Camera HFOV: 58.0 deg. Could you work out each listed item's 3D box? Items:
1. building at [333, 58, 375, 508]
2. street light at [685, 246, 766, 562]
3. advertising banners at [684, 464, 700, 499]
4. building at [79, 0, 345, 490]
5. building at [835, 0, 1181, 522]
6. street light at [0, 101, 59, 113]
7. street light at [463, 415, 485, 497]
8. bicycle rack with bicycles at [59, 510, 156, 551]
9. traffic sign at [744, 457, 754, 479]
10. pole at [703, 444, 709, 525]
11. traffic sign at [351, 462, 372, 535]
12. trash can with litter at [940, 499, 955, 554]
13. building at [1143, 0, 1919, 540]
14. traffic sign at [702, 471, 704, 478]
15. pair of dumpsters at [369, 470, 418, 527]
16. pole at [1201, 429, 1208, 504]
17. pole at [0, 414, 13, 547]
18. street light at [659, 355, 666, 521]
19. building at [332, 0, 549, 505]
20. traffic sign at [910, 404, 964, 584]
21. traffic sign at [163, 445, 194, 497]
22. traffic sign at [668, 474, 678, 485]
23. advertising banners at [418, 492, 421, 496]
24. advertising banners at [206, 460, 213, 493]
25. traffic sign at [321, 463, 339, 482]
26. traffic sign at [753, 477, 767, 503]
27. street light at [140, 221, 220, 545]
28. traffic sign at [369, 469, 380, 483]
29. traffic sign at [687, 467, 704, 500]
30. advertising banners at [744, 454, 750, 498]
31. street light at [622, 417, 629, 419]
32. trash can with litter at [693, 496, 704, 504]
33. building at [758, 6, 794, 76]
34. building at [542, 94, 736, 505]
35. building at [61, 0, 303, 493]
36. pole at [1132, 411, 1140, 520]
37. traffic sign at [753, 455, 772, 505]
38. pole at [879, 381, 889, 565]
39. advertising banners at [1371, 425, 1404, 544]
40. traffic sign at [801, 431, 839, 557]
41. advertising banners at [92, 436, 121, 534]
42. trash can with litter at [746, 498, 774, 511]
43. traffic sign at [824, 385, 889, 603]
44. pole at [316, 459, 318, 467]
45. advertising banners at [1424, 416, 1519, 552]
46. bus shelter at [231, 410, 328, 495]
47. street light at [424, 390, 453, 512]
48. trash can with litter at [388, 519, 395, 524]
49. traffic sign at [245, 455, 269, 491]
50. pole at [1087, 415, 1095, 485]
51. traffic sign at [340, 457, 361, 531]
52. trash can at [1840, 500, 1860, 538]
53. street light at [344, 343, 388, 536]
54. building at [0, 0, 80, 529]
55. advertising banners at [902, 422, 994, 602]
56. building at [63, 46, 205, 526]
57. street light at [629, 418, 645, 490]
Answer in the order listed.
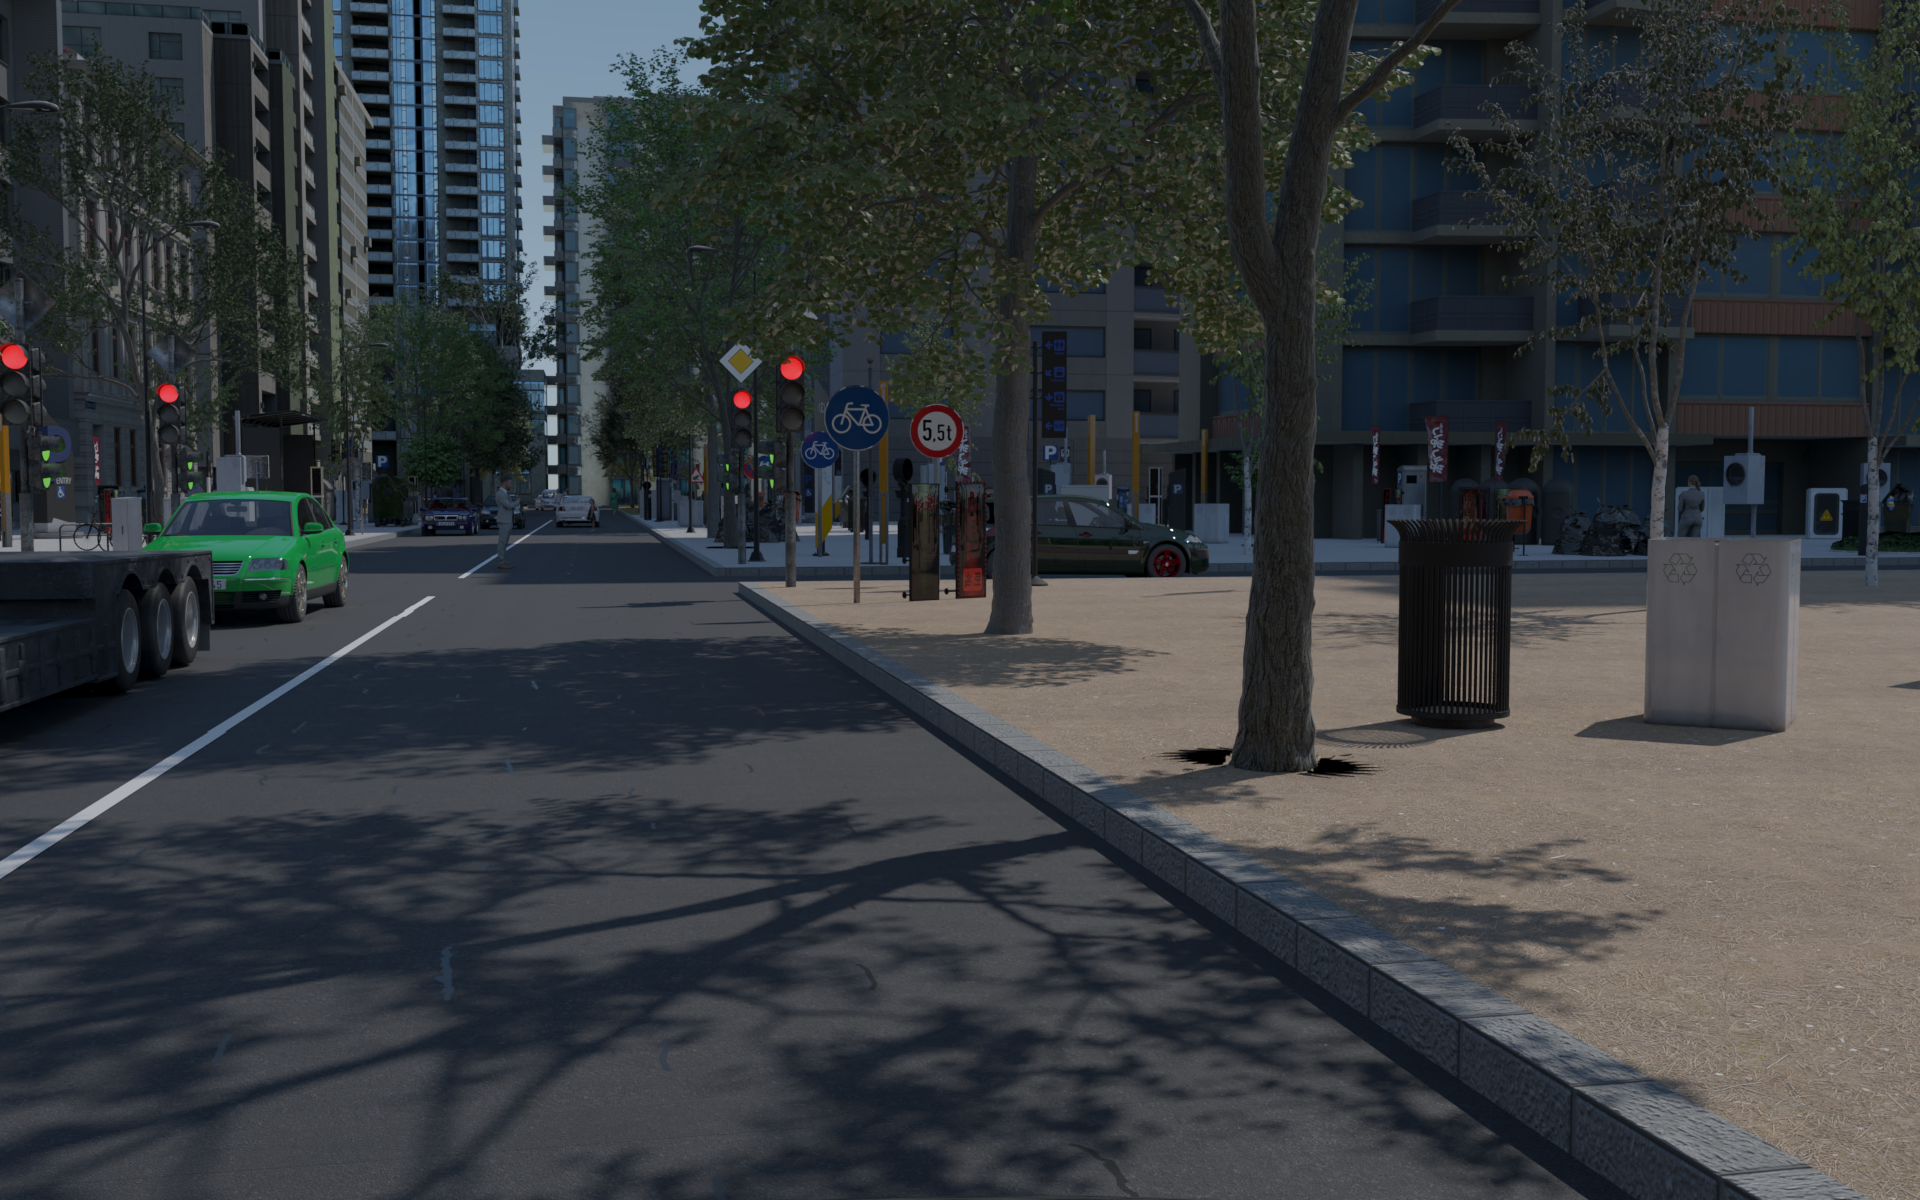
[{"bbox_3d":[-62.992,-27.810,146.569,23.993,40.220,32.217,-1,4,-12],"label":"building"},{"bbox_3d":[-4.401,-3.678,32.678,1.470,5.913,1.316,-1,4,-12],"label":"street light"},{"bbox_3d":[-15.578,-6.393,100.708,0.090,3.025,2.074,-2,4,-34],"label":"advertising banners"},{"bbox_3d":[-51.238,-26.666,119.589,14.154,41.232,14.086,-1,4,-12],"label":"building"},{"bbox_3d":[1.963,-33.781,94.323,21.231,58.520,28.212,-1,4,-12],"label":"building"},{"bbox_3d":[-11.355,-2.935,20.531,1.470,5.913,1.316,-1,4,-12],"label":"street light"},{"bbox_3d":[-28.483,-7.878,101.351,1.470,5.913,1.316,-1,4,-12],"label":"street light"},{"bbox_3d":[-18.772,-1.578,39.187,2.852,0.926,2.925,2,4,32],"label":"bicycle rack with bicycles"},{"bbox_3d":[-6.946,-3.580,58.644,0.768,2.556,0.104,0,4,-4],"label":"traffic sign"},{"bbox_3d":[-10.354,-4.700,70.695,0.158,3.312,0.155,0,3,0],"label":"pole"},{"bbox_3d":[-18.894,-3.215,54.702,0.606,2.300,0.079,-1,4,-11],"label":"traffic sign"},{"bbox_3d":[0.017,-1.567,37.015,1.055,1.170,0.624,-3,5,-39],"label":"trash can with litter"},{"bbox_3d":[21.307,-24.748,59.259,28.867,44.769,22.147,-1,4,-12],"label":"building"},{"bbox_3d":[-11.904,-5.053,82.722,0.768,2.556,0.104,0,4,-6],"label":"traffic sign"},{"bbox_3d":[-22.494,-4.053,68.765,1.574,2.255,4.437,-1,4,-12],"label":"pair of dumpsters"},{"bbox_3d":[7.684,-3.707,54.461,0.158,3.312,0.155,0,3,0],"label":"pole"},{"bbox_3d":[-22.932,-2.920,41.588,0.158,3.312,0.155,0,3,0],"label":"pole"},{"bbox_3d":[-9.437,-5.167,57.020,1.470,5.913,1.316,-1,4,-12],"label":"street light"},{"bbox_3d":[-64.646,-54.402,202.140,31.000,86.520,22.319,-1,4,-12],"label":"building"},{"bbox_3d":[-0.326,-1.496,24.562,0.768,2.556,0.104,0,4,-3],"label":"traffic sign"},{"bbox_3d":[-19.784,-2.679,43.901,0.768,2.556,0.104,0,4,-6],"label":"traffic sign"},{"bbox_3d":[-16.174,-5.925,96.871,0.884,2.594,0.081,0,4,-6],"label":"traffic sign"},{"bbox_3d":[-30.981,-6.417,101.102,2.074,3.025,0.090,1,4,16],"label":"advertising banners"},{"bbox_3d":[-39.028,-5.741,90.048,0.090,3.025,2.074,-2,4,-33],"label":"advertising banners"},{"bbox_3d":[-25.587,-4.291,70.267,0.768,2.556,0.104,0,4,-3],"label":"traffic sign"},{"bbox_3d":[-6.513,-3.559,58.201,0.884,2.594,0.081,0,4,-8],"label":"traffic sign"},{"bbox_3d":[-13.284,-3.484,29.507,1.470,5.913,1.316,-1,4,-12],"label":"street light"},{"bbox_3d":[-27.271,-4.857,80.590,0.795,2.450,0.064,0,4,-4],"label":"traffic sign"},{"bbox_3d":[-12.426,-4.994,81.663,0.884,2.594,0.081,0,4,-4],"label":"traffic sign"},{"bbox_3d":[-9.319,-4.868,75.778,0.090,3.025,2.074,0,4,-1],"label":"advertising banners"},{"bbox_3d":[-19.747,-8.106,105.079,1.470,5.913,1.316,-1,4,-12],"label":"street light"},{"bbox_3d":[-13.296,-4.577,86.220,1.055,1.170,0.624,-3,4,-38],"label":"trash can with litter"},{"bbox_3d":[-6.949,-32.942,158.206,23.786,49.044,30.456,-1,4,-12],"label":"building"},{"bbox_3d":[-34.685,-36.116,210.110,30.456,49.044,23.786,-1,4,-12],"label":"building"},{"bbox_3d":[-48.981,-20.447,106.012,14.160,30.474,14.107,-1,4,-12],"label":"building"},{"bbox_3d":[4.329,-2.989,42.713,0.158,3.312,0.155,0,3,0],"label":"pole"},{"bbox_3d":[-6.446,-3.491,57.191,0.768,2.556,0.104,-1,4,-10],"label":"traffic sign"},{"bbox_3d":[-1.379,-2.292,31.321,0.158,3.312,0.155,0,3,0],"label":"pole"},{"bbox_3d":[11.083,-2.984,44.975,0.090,3.025,2.074,3,4,38],"label":"advertising banners"},{"bbox_3d":[-2.844,-2.144,35.164,0.768,2.556,0.104,0,4,-4],"label":"traffic sign"},{"bbox_3d":[-26.089,-3.472,52.962,0.090,3.025,2.074,0,4,-6],"label":"advertising banners"},{"bbox_3d":[-6.080,-2.518,52.558,1.055,1.170,0.624,1,4,13],"label":"trash can with litter"},{"bbox_3d":[-1.214,-1.237,20.324,0.768,2.556,0.104,-1,4,-11],"label":"traffic sign"},{"bbox_3d":[-37.674,-6.577,101.378,0.158,3.312,0.155,0,3,0],"label":"pole"},{"bbox_3d":[11.375,-2.590,38.530,2.074,3.025,0.090,1,4,13],"label":"advertising banners"},{"bbox_3d":[-20.054,-3.670,51.290,1.731,3.624,6.357,-1,4,-12],"label":"bus shelter"},{"bbox_3d":[-23.379,-6.423,77.562,1.470,5.913,1.316,-1,4,-12],"label":"street light"},{"bbox_3d":[-23.883,-3.784,73.262,1.055,1.170,0.624,2,4,31],"label":"trash can with litter"},{"bbox_3d":[-18.613,-2.676,45.883,0.606,2.300,0.079,0,4,-4],"label":"traffic sign"},{"bbox_3d":[3.385,-3.110,44.690,0.158,3.312,0.155,0,3,0],"label":"pole"},{"bbox_3d":[-20.748,-3.606,59.071,0.768,2.556,0.104,0,4,-6],"label":"traffic sign"},{"bbox_3d":[21.796,-1.864,42.125,0.748,1.137,0.748,0,3,0],"label":"trash can"},{"bbox_3d":[-18.285,-4.940,53.317,1.470,5.913,1.316,-1,4,-12],"label":"street light"},{"bbox_3d":[-37.734,-14.150,50.411,14.314,24.678,30.058,-1,4,-12],"label":"building"},{"bbox_3d":[0.111,-1.531,21.218,2.074,3.025,0.090,-3,5,-41],"label":"advertising banners"},{"bbox_3d":[-41.595,-14.716,76.760,11.583,22.565,21.152,-1,4,-12],"label":"building"},{"bbox_3d":[-14.621,-6.652,81.294,1.470,5.913,1.316,-1,4,-12],"label":"street light"}]
